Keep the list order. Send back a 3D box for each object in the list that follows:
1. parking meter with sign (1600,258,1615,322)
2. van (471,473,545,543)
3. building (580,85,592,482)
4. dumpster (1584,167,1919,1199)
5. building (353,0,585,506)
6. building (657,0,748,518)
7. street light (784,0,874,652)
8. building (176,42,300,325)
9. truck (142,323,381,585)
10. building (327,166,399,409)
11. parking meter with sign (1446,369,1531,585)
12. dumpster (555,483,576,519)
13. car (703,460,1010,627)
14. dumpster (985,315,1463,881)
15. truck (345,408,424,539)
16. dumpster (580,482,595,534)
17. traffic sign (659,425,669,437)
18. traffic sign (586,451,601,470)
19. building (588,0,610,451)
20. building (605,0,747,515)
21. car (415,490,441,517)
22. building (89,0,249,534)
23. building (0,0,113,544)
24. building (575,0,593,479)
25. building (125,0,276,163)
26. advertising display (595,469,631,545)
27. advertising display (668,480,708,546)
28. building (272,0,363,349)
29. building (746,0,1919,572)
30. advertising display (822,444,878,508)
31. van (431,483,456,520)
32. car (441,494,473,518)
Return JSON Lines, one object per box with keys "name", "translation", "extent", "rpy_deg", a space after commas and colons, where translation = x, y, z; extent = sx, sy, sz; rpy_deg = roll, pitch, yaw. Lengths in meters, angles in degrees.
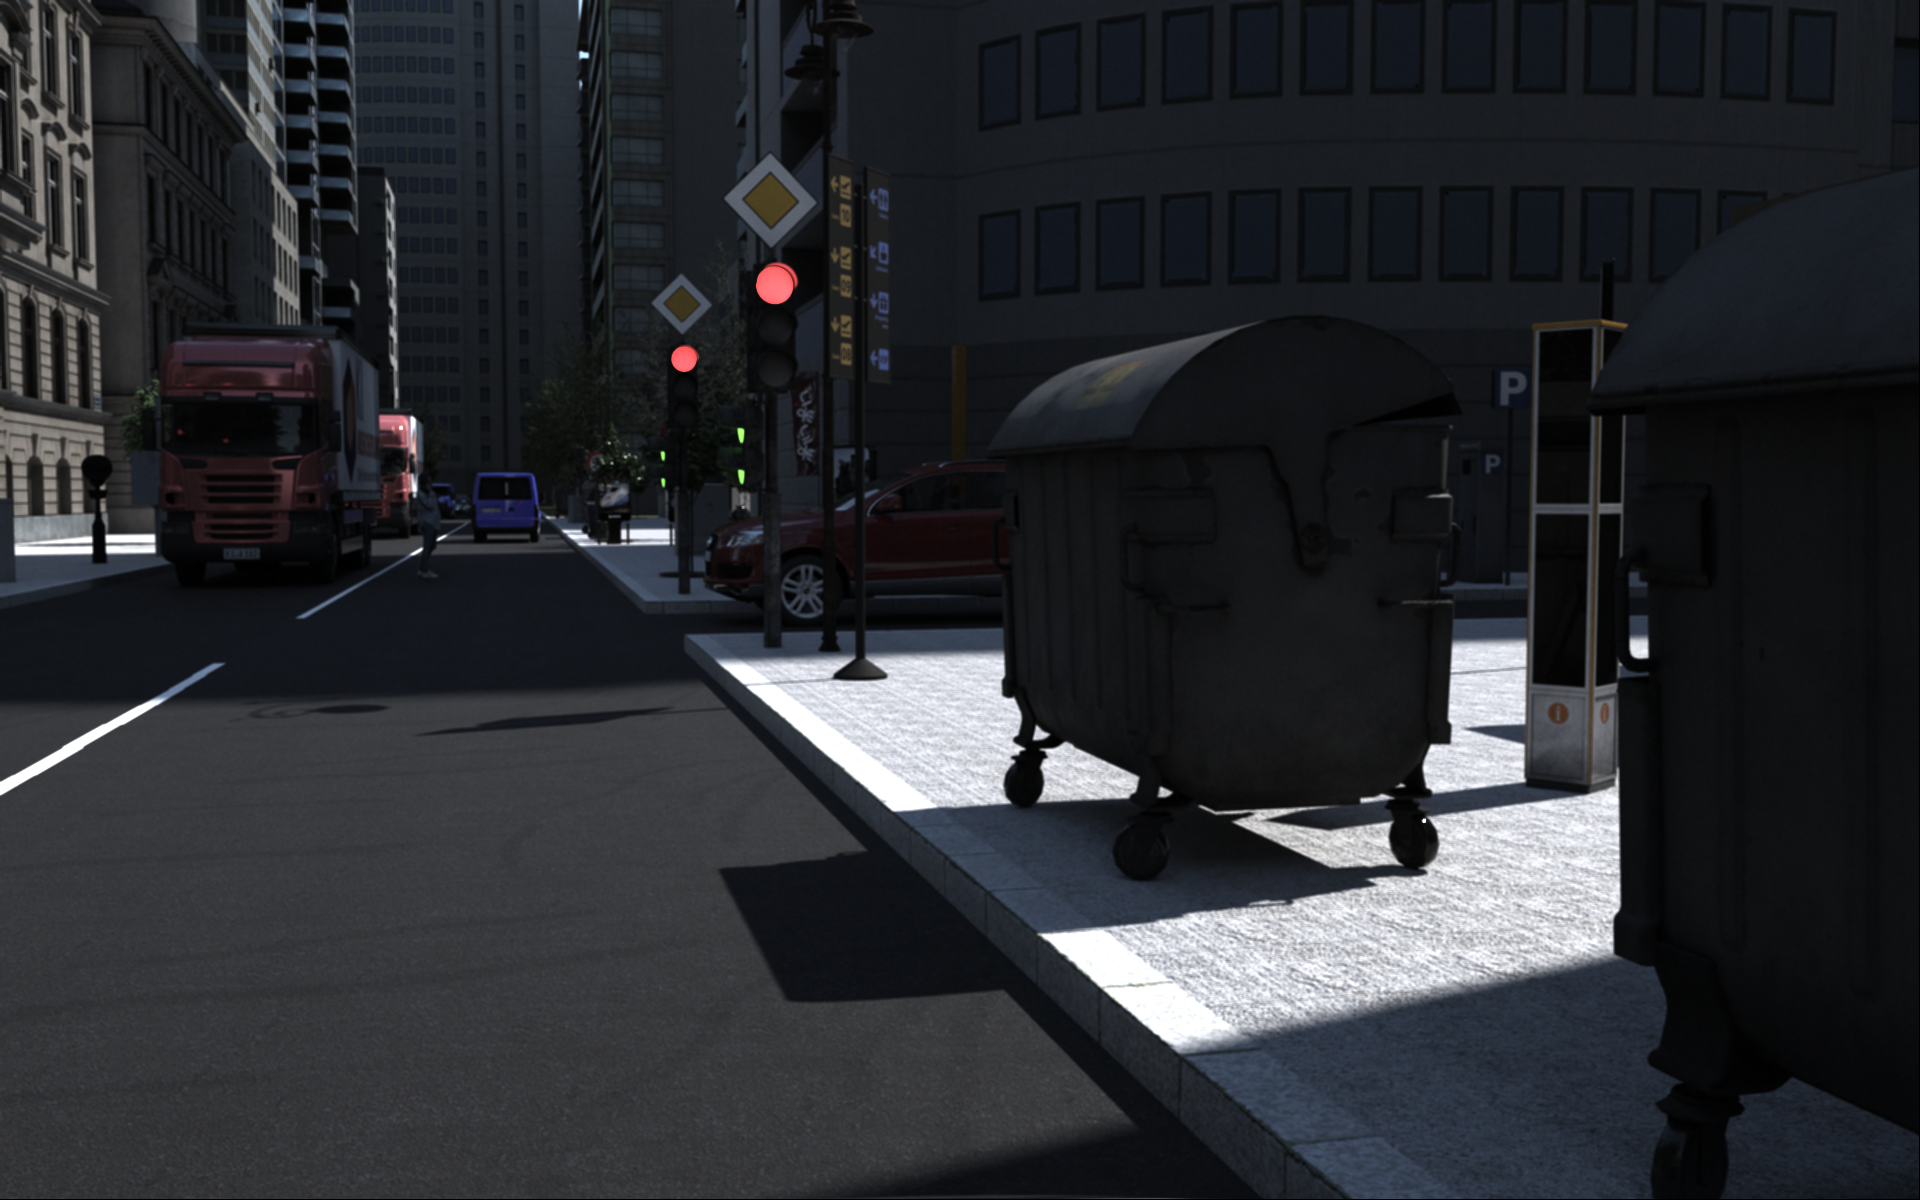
{"name": "parking meter with sign", "translation": [5.646, -1.013, 12.829], "extent": [1.738, 3.016, 0.543], "rpy_deg": [1, 4, 20]}
{"name": "van", "translation": [-13.807, -2.963, 52.826], "extent": [2.240, 2.365, 5.245], "rpy_deg": [-1, 4, -13]}
{"name": "building", "translation": [-33.772, -32.889, 187.839], "extent": [14.200, 45.320, 14.600], "rpy_deg": [-1, 4, -14]}
{"name": "dumpster", "translation": [1.949, 0.203, 2.448], "extent": [1.264, 1.857, 1.865], "rpy_deg": [-1, 4, -14]}
{"name": "building", "translation": [-55.264, -39.383, 185.910], "extent": [28.212, 58.520, 21.231], "rpy_deg": [-1, 4, -14]}
{"name": "building", "translation": [-2.285, -47.068, 82.233], "extent": [22.319, 86.520, 31.000], "rpy_deg": [-1, 4, -14]}
{"name": "street light", "translation": [-1.067, -2.520, 13.984], "extent": [0.468, 5.910, 1.993], "rpy_deg": [-1, 4, -14]}
{"name": "building", "translation": [-37.449, -13.845, 81.115], "extent": [10.420, 20.320, 16.860], "rpy_deg": [-1, 4, -14]}
{"name": "truck", "translation": [-12.051, -2.565, 30.854], "extent": [2.839, 4.237, 11.283], "rpy_deg": [-1, 4, -14]}
{"name": "building", "translation": [-57.522, -23.382, 153.989], "extent": [14.107, 30.474, 14.160], "rpy_deg": [-1, 4, -14]}
{"name": "parking meter with sign", "translation": [7.564, -1.761, 25.046], "extent": [0.543, 3.016, 1.738], "rpy_deg": [-1, 4, -9]}
{"name": "dumpster", "translation": [-20.803, -5.254, 91.658], "extent": [1.264, 1.857, 1.865], "rpy_deg": [-1, 4, -14]}
{"name": "car", "translation": [-0.294, -0.692, 19.980], "extent": [5.304, 1.827, 2.281], "rpy_deg": [-1, 4, -14]}
{"name": "dumpster", "translation": [0.928, -0.045, 6.498], "extent": [1.264, 1.857, 1.865], "rpy_deg": [-1, 4, -14]}
{"name": "truck", "translation": [-19.759, -4.278, 58.862], "extent": [2.839, 4.237, 11.283], "rpy_deg": [-1, 4, -15]}
{"name": "dumpster", "translation": [-11.723, -3.105, 56.532], "extent": [1.264, 1.857, 1.865], "rpy_deg": [-1, 4, -14]}
{"name": "traffic sign", "translation": [-4.701, -1.781, 29.220], "extent": [0.768, 2.556, 0.104], "rpy_deg": [-1, 4, -12]}
{"name": "traffic sign", "translation": [-10.577, -3.104, 50.863], "extent": [0.768, 2.556, 0.104], "rpy_deg": [0, 4, -7]}
{"name": "building", "translation": [-16.423, -30.961, 129.917], "extent": [21.300, 48.544, 21.600], "rpy_deg": [-1, 4, -14]}
{"name": "building", "translation": [-15.709, -26.193, 111.856], "extent": [14.154, 41.232, 14.086], "rpy_deg": [-1, 4, -14]}
{"name": "car", "translation": [-26.046, -4.539, 82.893], "extent": [2.281, 1.827, 5.304], "rpy_deg": [-1, 4, -13]}
{"name": "building", "translation": [-32.749, -12.126, 62.894], "extent": [10.561, 19.102, 19.286], "rpy_deg": [-1, 4, -14]}
{"name": "building", "translation": [-27.590, -13.270, 36.048], "extent": [14.460, 24.649, 34.723], "rpy_deg": [-1, 4, -14]}
{"name": "building", "translation": [-22.671, -30.599, 154.923], "extent": [22.147, 44.769, 28.867], "rpy_deg": [-1, 4, -14]}
{"name": "building", "translation": [-53.286, -24.954, 99.871], "extent": [32.217, 40.220, 23.993], "rpy_deg": [-1, 4, -14]}
{"name": "advertising display", "translation": [-8.820, -2.377, 44.082], "extent": [0.974, 1.923, 0.123], "rpy_deg": [-3, 5, -43]}
{"name": "advertising display", "translation": [-6.712, -2.295, 42.741], "extent": [0.974, 1.923, 0.123], "rpy_deg": [0, 4, 4]}
{"name": "building", "translation": [-55.286, -49.791, 126.746], "extent": [22.319, 86.520, 31.000], "rpy_deg": [-1, 4, -14]}
{"name": "building", "translation": [10.464, -30.288, 37.206], "extent": [28.212, 58.520, 21.231], "rpy_deg": [-1, 4, -14]}
{"name": "advertising display", "translation": [-1.445, -1.070, 22.713], "extent": [0.123, 1.923, 0.974], "rpy_deg": [-3, 5, -45]}
{"name": "van", "translation": [-29.801, -5.759, 98.550], "extent": [2.240, 2.365, 5.245], "rpy_deg": [-1, 4, -14]}
{"name": "car", "translation": [-30.911, -5.795, 106.551], "extent": [2.131, 1.459, 4.920], "rpy_deg": [-1, 4, -14]}
